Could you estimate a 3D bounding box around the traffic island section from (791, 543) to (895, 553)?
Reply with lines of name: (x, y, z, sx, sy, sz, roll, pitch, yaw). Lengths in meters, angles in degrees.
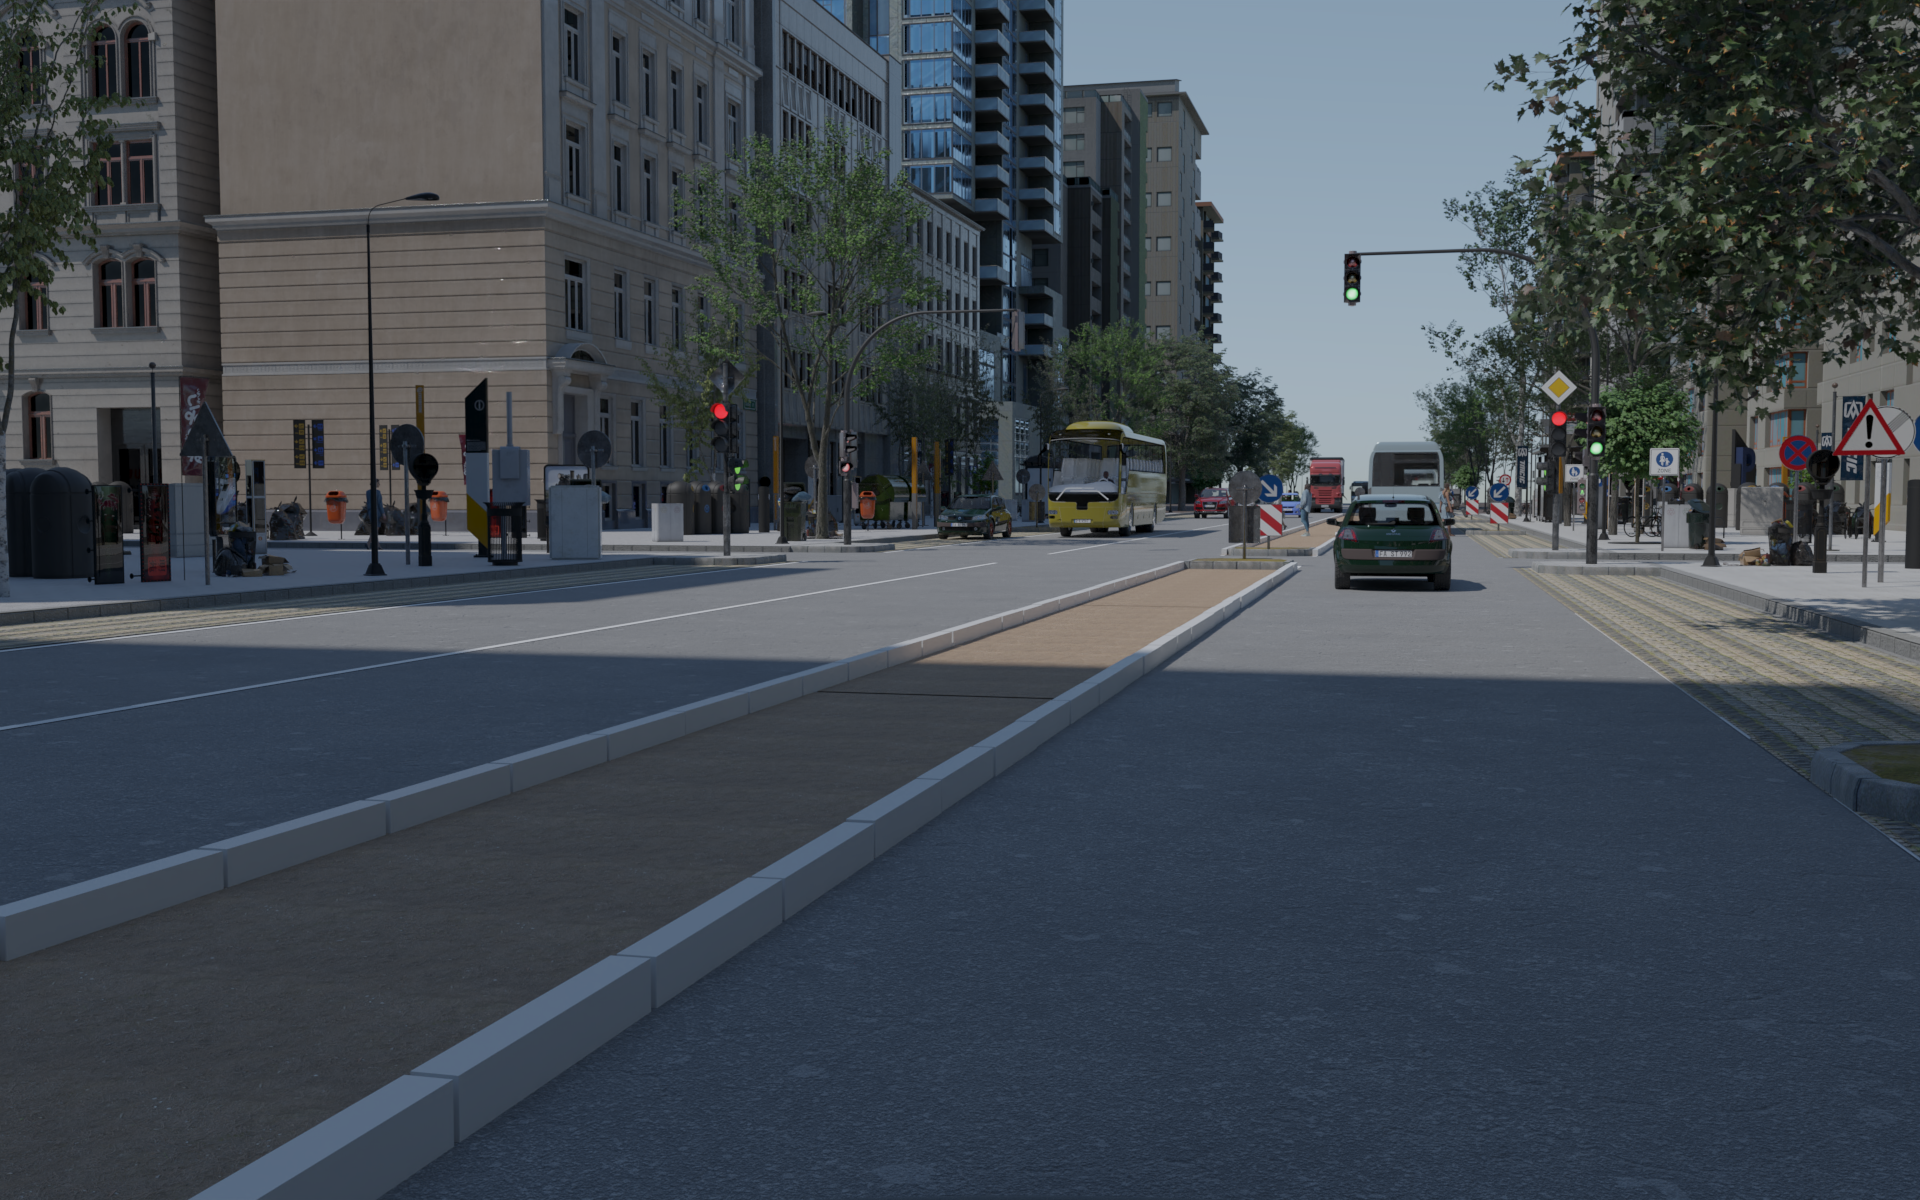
traffic island section: (-2.857, -1.312, 43.735, 2.009, 0.180, 2.903, 1, 4, 14)

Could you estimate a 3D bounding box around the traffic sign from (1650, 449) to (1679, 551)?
traffic sign: (15.774, -2.245, 38.829, 0.606, 2.300, 0.079, 1, 4, 23)

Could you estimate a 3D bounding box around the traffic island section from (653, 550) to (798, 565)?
traffic island section: (-4.860, -0.839, 36.004, 2.009, 0.180, 2.903, 1, 4, 14)

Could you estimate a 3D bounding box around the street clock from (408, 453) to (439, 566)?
street clock: (-9.518, -1.602, 30.771, 0.471, 2.002, 0.358, -3, 4, -37)

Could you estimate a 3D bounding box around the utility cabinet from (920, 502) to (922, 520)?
utility cabinet: (-2.030, -4.516, 84.994, 0.306, 1.237, 1.020, 1, 4, 16)

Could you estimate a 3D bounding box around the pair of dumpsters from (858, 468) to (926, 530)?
pair of dumpsters: (-2.558, -3.773, 64.175, 1.574, 2.255, 4.437, 1, 4, 14)

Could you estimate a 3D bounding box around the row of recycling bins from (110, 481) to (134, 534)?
row of recycling bins: (-28.548, -3.033, 56.709, 3.534, 1.692, 1.069, 1, 4, 20)

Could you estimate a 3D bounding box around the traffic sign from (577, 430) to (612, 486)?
traffic sign: (-7.295, -2.104, 34.511, 0.768, 2.556, 0.104, 1, 4, 17)

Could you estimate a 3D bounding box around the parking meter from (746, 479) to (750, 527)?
parking meter: (-8.342, -3.753, 67.076, 0.399, 1.863, 0.255, 2, 4, 33)

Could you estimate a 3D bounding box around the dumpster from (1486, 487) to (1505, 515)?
dumpster: (33.418, -6.241, 107.794, 1.264, 1.857, 1.865, 1, 4, 14)

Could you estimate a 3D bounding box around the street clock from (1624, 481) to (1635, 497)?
street clock: (30.312, -4.520, 78.468, 0.471, 2.002, 0.358, 1, 4, 18)

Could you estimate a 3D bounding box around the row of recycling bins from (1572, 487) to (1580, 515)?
row of recycling bins: (38.199, -6.027, 105.660, 3.534, 1.692, 1.069, 1, 4, 11)

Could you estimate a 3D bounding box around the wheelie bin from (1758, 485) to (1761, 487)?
wheelie bin: (28.740, -3.327, 62.305, 0.693, 1.594, 0.980, 2, 4, 30)

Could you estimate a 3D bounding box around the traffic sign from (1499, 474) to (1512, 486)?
traffic sign: (34.675, -6.732, 110.177, 0.768, 2.556, 0.104, 1, 4, 22)

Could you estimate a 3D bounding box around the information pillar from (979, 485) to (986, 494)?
information pillar: (1.326, -6.017, 102.867, 0.304, 2.012, 0.304, -1, 4, -23)

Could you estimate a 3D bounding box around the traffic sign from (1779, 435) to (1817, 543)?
traffic sign: (18.095, -2.285, 37.472, 0.768, 2.556, 0.104, 1, 4, 15)

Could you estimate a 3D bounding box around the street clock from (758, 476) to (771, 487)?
street clock: (-7.967, -4.039, 70.605, 0.471, 2.002, 0.358, -2, 4, -25)

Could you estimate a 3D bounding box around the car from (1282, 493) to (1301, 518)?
car: (20.024, -5.866, 105.501, 1.945, 1.707, 3.694, 1, 4, 13)

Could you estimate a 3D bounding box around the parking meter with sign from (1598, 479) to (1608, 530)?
parking meter with sign: (23.228, -4.074, 62.867, 0.543, 3.016, 1.738, 2, 4, 31)

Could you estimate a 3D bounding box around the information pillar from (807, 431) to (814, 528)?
information pillar: (-5.539, -4.486, 64.695, 0.183, 3.616, 0.504, 1, 4, 22)

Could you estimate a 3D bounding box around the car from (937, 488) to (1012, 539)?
car: (0.486, -2.807, 55.680, 2.009, 1.686, 4.222, 1, 4, 14)

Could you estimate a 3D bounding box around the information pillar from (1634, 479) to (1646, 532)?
information pillar: (22.872, -3.289, 58.269, 0.304, 2.012, 0.304, 2, 4, 32)

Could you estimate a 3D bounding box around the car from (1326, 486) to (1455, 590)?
car: (6.781, -1.069, 27.259, 2.009, 1.686, 4.222, 1, 4, 13)

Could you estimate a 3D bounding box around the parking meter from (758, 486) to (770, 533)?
parking meter: (-6.524, -3.012, 57.663, 0.372, 1.533, 0.369, 0, 3, 0)

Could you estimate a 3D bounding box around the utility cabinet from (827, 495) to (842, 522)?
utility cabinet: (-5.712, -4.184, 79.573, 1.020, 1.237, 0.306, 2, 4, 27)

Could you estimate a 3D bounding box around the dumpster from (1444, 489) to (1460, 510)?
dumpster: (39.061, -7.970, 138.532, 1.865, 1.857, 1.264, 1, 4, 16)

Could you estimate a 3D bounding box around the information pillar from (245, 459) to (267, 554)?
information pillar: (-15.013, -1.985, 36.943, 0.304, 2.012, 0.304, 3, 5, 41)

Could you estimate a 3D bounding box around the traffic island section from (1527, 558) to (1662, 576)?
traffic island section: (11.588, -0.579, 31.753, 2.009, 0.180, 2.903, 1, 4, 14)

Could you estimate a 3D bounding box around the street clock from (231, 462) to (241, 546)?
street clock: (-15.906, -2.032, 37.800, 0.358, 2.002, 0.471, 0, 4, 5)

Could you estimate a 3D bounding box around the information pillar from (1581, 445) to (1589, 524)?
information pillar: (26.847, -5.076, 74.355, 0.183, 3.616, 0.504, -1, 4, -21)

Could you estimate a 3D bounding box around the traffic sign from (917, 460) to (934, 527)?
traffic sign: (-1.434, -4.080, 66.712, 0.884, 2.594, 0.081, 1, 4, 20)

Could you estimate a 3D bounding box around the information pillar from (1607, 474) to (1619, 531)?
information pillar: (22.522, -3.378, 59.722, 0.304, 2.012, 0.304, 2, 4, 27)

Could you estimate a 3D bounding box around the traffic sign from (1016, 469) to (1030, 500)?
traffic sign: (3.165, -5.333, 87.305, 0.768, 2.556, 0.104, 1, 4, 22)

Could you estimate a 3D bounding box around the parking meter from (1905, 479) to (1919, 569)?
parking meter: (16.447, -1.303, 29.721, 0.372, 1.533, 0.369, 0, 3, 0)

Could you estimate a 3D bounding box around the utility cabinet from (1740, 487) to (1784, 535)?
utility cabinet: (24.766, -2.742, 53.509, 1.173, 1.500, 0.318, 2, 4, 29)

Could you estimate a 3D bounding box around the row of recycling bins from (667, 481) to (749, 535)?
row of recycling bins: (-8.074, -2.950, 55.350, 1.069, 1.692, 3.534, 2, 4, 32)

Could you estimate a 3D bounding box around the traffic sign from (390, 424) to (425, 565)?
traffic sign: (-10.034, -1.915, 31.408, 0.768, 2.556, 0.104, 1, 4, 22)

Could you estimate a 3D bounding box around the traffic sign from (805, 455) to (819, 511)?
traffic sign: (-4.776, -3.477, 56.952, 0.768, 2.556, 0.104, 1, 4, 21)

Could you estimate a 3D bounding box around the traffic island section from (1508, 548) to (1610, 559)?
traffic island section: (13.592, -1.052, 39.483, 2.009, 0.180, 2.903, 1, 4, 14)

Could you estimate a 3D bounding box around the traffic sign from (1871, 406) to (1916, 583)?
traffic sign: (13.349, -1.525, 25.038, 0.768, 2.556, 0.104, 1, 4, 18)

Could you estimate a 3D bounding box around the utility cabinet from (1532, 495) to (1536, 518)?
utility cabinet: (31.526, -5.116, 94.814, 0.306, 1.237, 1.020, 2, 4, 23)

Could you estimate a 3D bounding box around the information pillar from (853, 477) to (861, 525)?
information pillar: (-4.317, -4.180, 72.838, 0.304, 2.012, 0.304, -1, 4, -11)

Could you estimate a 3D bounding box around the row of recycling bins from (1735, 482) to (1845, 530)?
row of recycling bins: (28.884, -3.255, 60.329, 3.534, 1.692, 1.069, 3, 5, 40)

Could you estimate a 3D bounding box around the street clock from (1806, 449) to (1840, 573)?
street clock: (13.958, -1.437, 28.064, 0.471, 2.002, 0.358, 1, 4, 16)

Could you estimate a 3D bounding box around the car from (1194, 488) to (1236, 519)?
car: (15.136, -5.746, 102.621, 2.281, 1.827, 5.304, 1, 4, 16)

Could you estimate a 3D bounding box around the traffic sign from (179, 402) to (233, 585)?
traffic sign: (-10.622, -1.491, 24.384, 0.884, 2.594, 0.081, 1, 4, 16)

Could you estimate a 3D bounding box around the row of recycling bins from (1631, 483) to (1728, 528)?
row of recycling bins: (27.660, -3.639, 66.614, 3.534, 1.692, 1.069, 2, 4, 35)

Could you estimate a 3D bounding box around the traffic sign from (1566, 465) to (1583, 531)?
traffic sign: (21.315, -3.547, 60.121, 0.606, 2.300, 0.079, 1, 4, 19)

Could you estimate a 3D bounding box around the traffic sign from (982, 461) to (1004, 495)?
traffic sign: (1.261, -4.096, 66.975, 0.884, 2.594, 0.081, 1, 4, 16)

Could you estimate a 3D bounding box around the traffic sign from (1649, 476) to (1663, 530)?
traffic sign: (24.847, -3.808, 62.263, 0.884, 2.594, 0.081, 1, 4, 22)

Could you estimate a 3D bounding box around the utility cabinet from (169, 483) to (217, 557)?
utility cabinet: (-15.682, -1.631, 35.351, 0.318, 1.500, 1.173, 1, 4, 20)

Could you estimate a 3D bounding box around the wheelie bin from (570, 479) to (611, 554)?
wheelie bin: (-7.790, -1.732, 36.230, 0.980, 1.594, 0.693, -1, 4, -10)

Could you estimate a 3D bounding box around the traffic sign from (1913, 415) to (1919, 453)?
traffic sign: (14.333, -1.546, 25.386, 0.768, 2.556, 0.104, 1, 4, 21)

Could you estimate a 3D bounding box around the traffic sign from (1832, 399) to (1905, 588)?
traffic sign: (12.417, -1.450, 23.709, 0.884, 2.594, 0.081, 1, 4, 21)

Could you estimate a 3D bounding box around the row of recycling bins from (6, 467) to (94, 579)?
row of recycling bins: (-14.701, -1.240, 27.379, 3.534, 1.692, 1.069, 3, 5, 44)

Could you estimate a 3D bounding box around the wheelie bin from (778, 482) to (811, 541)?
wheelie bin: (-4.518, -2.398, 47.116, 0.980, 1.594, 0.693, 1, 4, 10)

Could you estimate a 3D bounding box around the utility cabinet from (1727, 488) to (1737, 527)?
utility cabinet: (30.128, -3.613, 67.752, 0.318, 1.500, 1.173, 0, 4, -4)

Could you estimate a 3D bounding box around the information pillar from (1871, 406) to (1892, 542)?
information pillar: (24.511, -3.341, 45.988, 0.183, 3.616, 0.504, -1, 4, -15)

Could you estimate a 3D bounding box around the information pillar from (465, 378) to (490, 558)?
information pillar: (-9.721, -2.666, 34.943, 0.504, 3.616, 0.183, 1, 4, 13)
